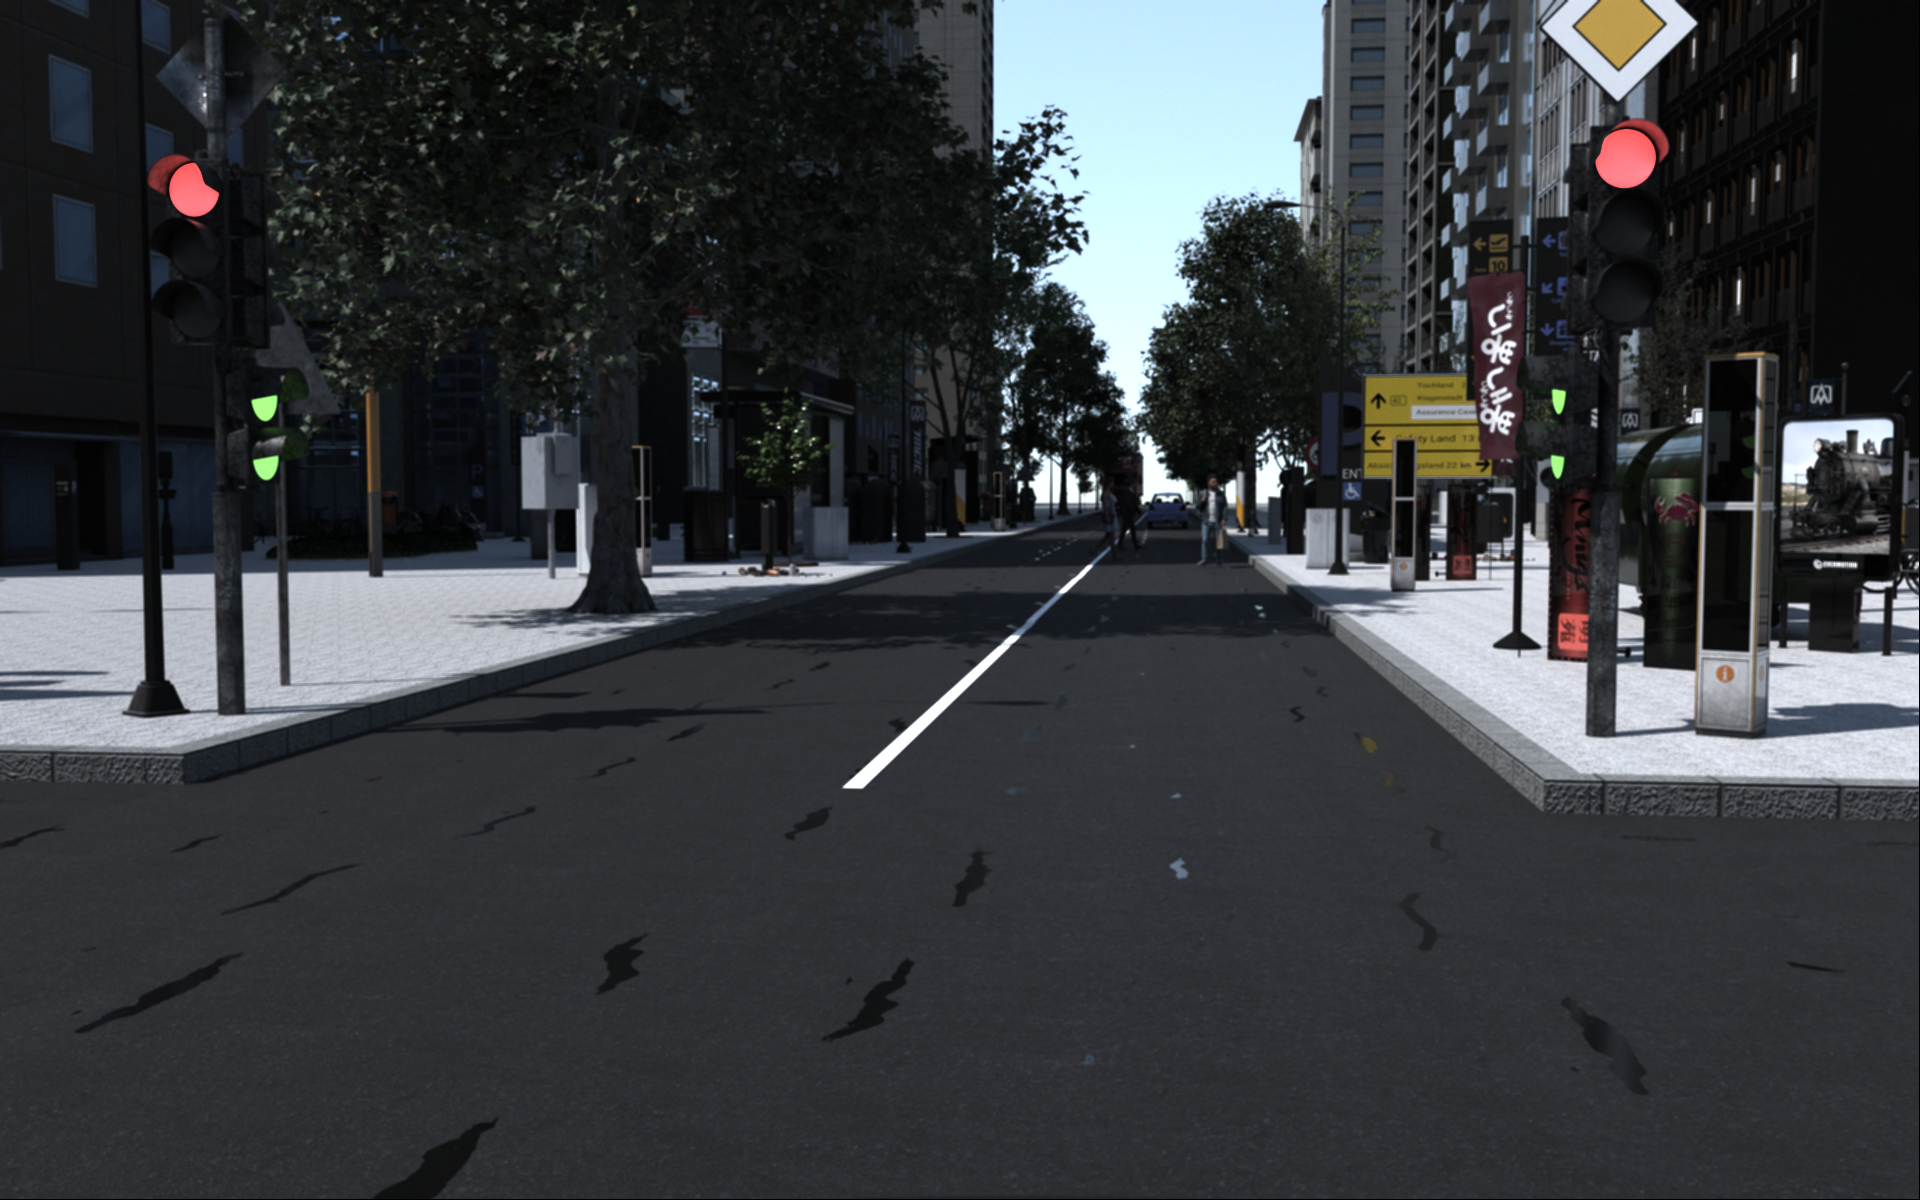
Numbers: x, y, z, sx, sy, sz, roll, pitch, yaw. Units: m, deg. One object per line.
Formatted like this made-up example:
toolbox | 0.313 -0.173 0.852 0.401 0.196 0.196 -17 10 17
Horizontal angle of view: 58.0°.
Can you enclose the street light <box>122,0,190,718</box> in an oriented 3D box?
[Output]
street light | -4.154 -2.282 9.854 1.470 5.913 1.316 0 4 7

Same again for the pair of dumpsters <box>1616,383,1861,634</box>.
pair of dumpsters | 7.387 -0.888 17.012 1.574 2.255 4.437 0 4 7

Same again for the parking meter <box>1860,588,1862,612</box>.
parking meter | 9.616 -0.802 18.826 0.399 1.863 0.255 -2 4 -29

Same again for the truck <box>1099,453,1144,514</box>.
truck | 11.315 -8.024 120.100 2.839 4.237 11.283 0 4 8

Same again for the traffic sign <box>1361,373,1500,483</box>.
traffic sign | 7.929 -2.162 29.227 2.265 3.308 0.079 1 4 12

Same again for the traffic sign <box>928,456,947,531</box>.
traffic sign | -0.663 -3.633 59.409 0.884 2.594 0.081 1 4 12

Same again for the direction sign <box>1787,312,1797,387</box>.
direction sign | 10.520 -1.834 21.978 0.379 3.537 0.876 2 4 30

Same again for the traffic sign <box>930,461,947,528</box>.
traffic sign | -0.777 -3.988 65.303 0.768 2.556 0.104 1 4 14

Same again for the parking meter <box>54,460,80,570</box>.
parking meter | -15.082 -1.439 29.246 0.255 1.863 0.399 0 4 -8

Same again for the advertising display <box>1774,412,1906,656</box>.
advertising display | 7.113 -0.540 14.049 0.123 1.923 0.974 -3 4 -36

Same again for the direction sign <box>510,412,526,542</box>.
direction sign | -11.969 -3.356 46.872 0.379 3.537 0.876 0 4 7

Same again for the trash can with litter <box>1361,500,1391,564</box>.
trash can with litter | 7.927 -1.259 31.968 1.055 1.170 0.624 1 4 14

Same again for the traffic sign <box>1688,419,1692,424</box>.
traffic sign | 10.030 -1.290 23.218 0.606 2.300 0.079 1 4 14

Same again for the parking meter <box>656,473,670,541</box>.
parking meter | -8.215 -2.581 47.908 0.255 1.863 0.399 -2 4 -29

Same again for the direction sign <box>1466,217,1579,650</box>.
direction sign | 4.642 -1.366 14.333 0.876 3.537 0.379 1 4 18

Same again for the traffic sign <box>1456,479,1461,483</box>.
traffic sign | 8.700 -1.841 30.214 0.768 2.556 0.104 1 4 14

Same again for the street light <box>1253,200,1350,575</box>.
street light | 5.500 -3.362 27.515 1.470 5.913 1.316 0 4 7

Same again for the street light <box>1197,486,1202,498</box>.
street light | 12.099 -6.738 82.712 1.470 5.913 1.316 0 4 7

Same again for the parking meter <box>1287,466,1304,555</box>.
parking meter | 7.123 -1.900 36.772 0.255 1.863 0.399 -1 4 -10

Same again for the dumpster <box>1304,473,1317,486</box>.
dumpster | 17.085 -4.915 82.855 1.502 2.255 1.985 0 4 7

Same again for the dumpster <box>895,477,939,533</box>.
dumpster | -1.447 -3.175 57.672 1.264 1.857 1.865 0 4 7

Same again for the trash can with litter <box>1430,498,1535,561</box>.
trash can with litter | 9.887 -1.377 33.569 2.233 1.210 1.678 2 4 29

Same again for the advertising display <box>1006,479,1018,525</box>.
advertising display | 1.937 -4.108 72.385 0.974 1.923 0.123 -1 4 -14

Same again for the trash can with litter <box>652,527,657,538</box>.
trash can with litter | -9.373 -2.433 51.166 1.055 1.170 0.624 -3 4 -36

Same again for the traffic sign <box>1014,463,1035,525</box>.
traffic sign | 2.676 -4.375 71.543 0.884 2.594 0.081 1 4 8

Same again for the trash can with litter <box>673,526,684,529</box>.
trash can with litter | -9.735 -3.227 63.818 1.678 1.210 2.233 0 4 -6

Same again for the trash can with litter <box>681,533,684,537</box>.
trash can with litter | -7.485 -2.357 49.916 1.055 1.170 0.624 -3 5 -42

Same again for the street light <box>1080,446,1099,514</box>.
street light | 8.450 -8.654 114.030 1.470 5.913 1.316 0 4 7

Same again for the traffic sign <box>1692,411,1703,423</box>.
traffic sign | 9.083 -1.141 20.793 0.606 2.300 0.079 1 4 15

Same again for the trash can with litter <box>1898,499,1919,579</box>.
trash can with litter | 14.798 -0.976 27.010 1.678 1.210 2.233 0 4 1

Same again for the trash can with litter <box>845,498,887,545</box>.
trash can with litter | -2.665 -2.032 44.281 2.233 1.210 1.678 -3 4 -37

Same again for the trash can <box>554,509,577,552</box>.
trash can | -8.722 -1.634 38.374 0.748 1.137 0.748 0 3 0

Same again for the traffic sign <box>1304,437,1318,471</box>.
traffic sign | 7.972 -2.330 38.208 0.768 2.556 0.104 1 4 13

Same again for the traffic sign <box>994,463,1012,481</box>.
traffic sign | 1.758 -4.351 71.247 0.768 2.556 0.104 1 4 11

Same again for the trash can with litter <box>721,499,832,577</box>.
trash can with litter | -2.996 -1.022 27.771 1.678 1.210 2.233 -1 4 -12

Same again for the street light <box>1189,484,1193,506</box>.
street light | 14.659 -8.047 104.103 1.470 5.913 1.316 0 4 7

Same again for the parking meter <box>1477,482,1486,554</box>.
parking meter | 11.052 -1.754 37.095 0.372 1.533 0.369 0 3 0

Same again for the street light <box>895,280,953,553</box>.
street light | -0.696 -3.981 37.630 1.470 5.913 1.316 0 4 7

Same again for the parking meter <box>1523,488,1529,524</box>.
parking meter | 24.390 -4.067 74.909 0.372 1.533 0.369 0 3 0

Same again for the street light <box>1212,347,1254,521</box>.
street light | 8.810 -5.040 54.948 1.470 5.913 1.316 0 4 7

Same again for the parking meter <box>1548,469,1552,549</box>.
parking meter | 14.030 -2.135 40.611 0.399 1.863 0.255 -2 4 -29

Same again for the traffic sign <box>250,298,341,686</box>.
traffic sign | -4.519 -0.705 11.526 0.884 2.594 0.081 1 4 15

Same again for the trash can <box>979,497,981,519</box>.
trash can | 0.719 -4.486 85.007 0.748 1.137 0.748 0 3 0

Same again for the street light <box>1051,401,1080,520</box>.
street light | 5.098 -6.968 86.474 1.470 5.913 1.316 0 4 7
